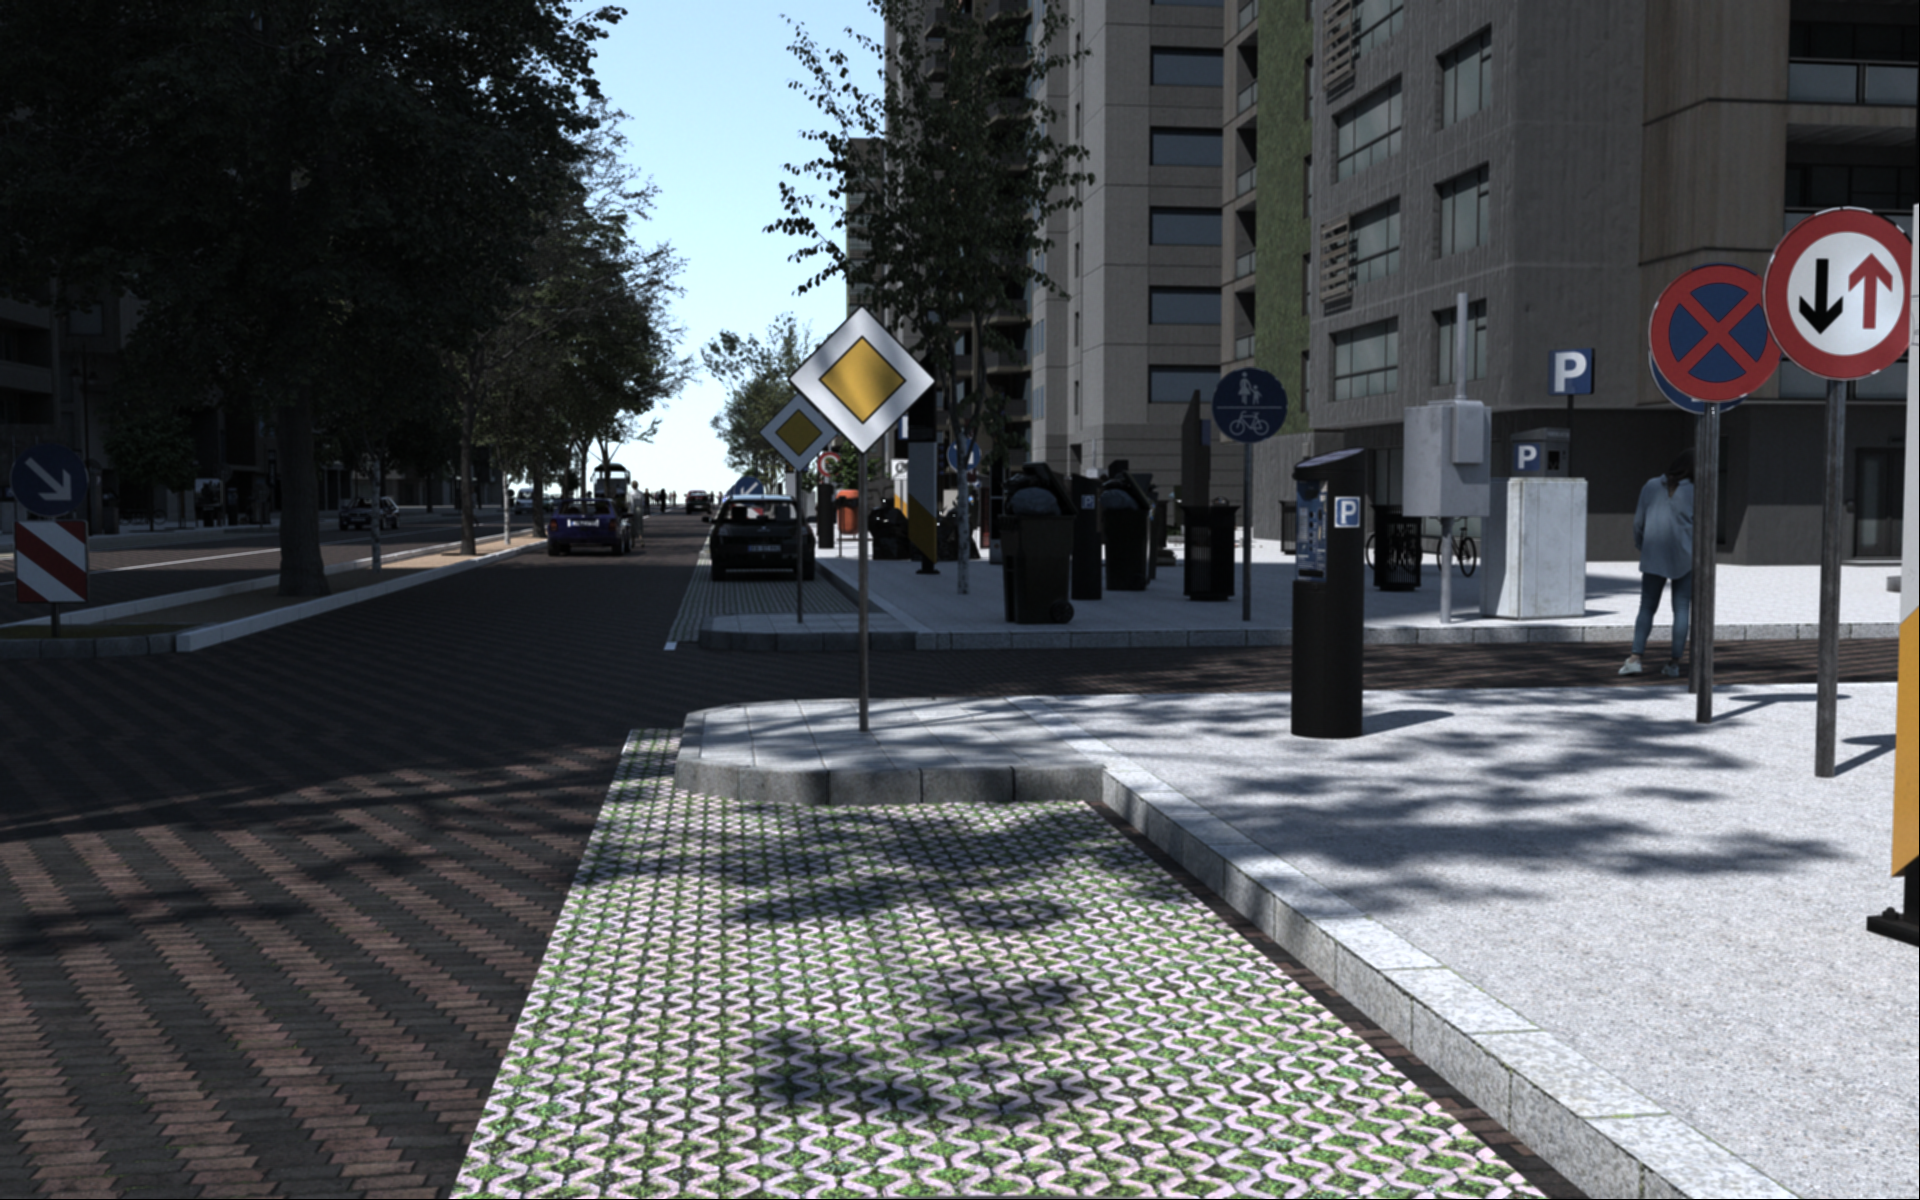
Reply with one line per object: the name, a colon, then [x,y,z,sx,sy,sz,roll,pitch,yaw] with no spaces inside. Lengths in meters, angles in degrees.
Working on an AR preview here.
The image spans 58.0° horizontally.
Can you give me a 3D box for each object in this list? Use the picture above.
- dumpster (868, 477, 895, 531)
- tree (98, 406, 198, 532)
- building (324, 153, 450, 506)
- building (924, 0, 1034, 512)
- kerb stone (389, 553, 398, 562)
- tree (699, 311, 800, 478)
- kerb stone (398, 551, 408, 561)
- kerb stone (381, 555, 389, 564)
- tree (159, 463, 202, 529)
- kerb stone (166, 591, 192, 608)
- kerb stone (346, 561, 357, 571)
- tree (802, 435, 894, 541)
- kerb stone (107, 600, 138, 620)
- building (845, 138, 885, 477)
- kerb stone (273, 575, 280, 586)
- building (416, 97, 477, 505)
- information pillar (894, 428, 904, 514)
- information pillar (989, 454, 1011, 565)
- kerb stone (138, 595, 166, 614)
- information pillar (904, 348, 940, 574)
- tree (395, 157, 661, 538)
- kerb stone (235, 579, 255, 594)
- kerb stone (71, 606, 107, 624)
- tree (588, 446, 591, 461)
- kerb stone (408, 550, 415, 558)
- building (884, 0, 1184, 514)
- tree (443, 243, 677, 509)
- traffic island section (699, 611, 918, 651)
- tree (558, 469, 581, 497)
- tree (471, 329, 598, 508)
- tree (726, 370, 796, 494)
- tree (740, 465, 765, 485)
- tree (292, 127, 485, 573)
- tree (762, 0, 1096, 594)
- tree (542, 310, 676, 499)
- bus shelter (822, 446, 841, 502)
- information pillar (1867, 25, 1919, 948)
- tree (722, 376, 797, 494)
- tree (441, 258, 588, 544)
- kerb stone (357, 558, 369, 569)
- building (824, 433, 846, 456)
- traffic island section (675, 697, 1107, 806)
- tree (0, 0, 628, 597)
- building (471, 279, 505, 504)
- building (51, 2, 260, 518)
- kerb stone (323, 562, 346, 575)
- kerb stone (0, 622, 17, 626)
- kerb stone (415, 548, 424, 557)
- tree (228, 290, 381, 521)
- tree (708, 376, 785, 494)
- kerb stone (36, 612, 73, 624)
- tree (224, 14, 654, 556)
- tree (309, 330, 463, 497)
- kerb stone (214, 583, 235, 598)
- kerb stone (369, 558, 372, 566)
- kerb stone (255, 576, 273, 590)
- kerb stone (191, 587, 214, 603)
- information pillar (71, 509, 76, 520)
dumpster: [-2.714,-3.232,58.601,1.264,1.857,1.865,0,4,-8]
tree: [-27.582,-4.608,59.055,4.285,4.588,4.351,0,3,0]
building: [-63.621,-30.769,186.660,14.154,41.232,14.086,0,4,-8]
building: [9.237,-28.219,116.012,22.147,44.769,28.867,0,4,-8]
kerb stone: [-11.974,-0.853,36.264,0.120,0.150,1.000,0,4,-8]
tree: [-19.591,-19.700,177.991,12.611,20.169,13.585,0,3,0]
kerb stone: [-12.098,-0.923,37.281,0.120,0.150,1.000,0,4,-8]
kerb stone: [-11.833,-0.798,35.249,0.120,0.150,1.000,0,4,-8]
tree: [-28.387,-4.190,63.115,1.663,3.219,1.824,0,3,0]
kerb stone: [-10.035,0.009,22.054,0.120,0.150,1.000,0,4,-8]
kerb stone: [-11.423,-0.612,32.206,0.120,0.150,1.000,0,4,-8]
tree: [-3.030,-3.245,47.663,1.663,3.219,1.824,0,3,0]
kerb stone: [-9.765,0.133,20.018,0.120,0.150,1.000,0,4,-8]
building: [-6.416,-31.735,202.465,14.154,41.232,14.086,0,4,-8]
kerb stone: [-10.736,-0.301,27.122,0.120,0.150,1.000,0,4,-8]
building: [-71.759,-35.972,207.753,23.786,49.044,30.456,0,4,-8]
information pillar: [-1.739,-3.749,52.645,0.504,3.616,0.183,0,4,5]
information pillar: [0.725,-1.657,31.581,0.304,2.012,0.304,1,4,22]
kerb stone: [-9.898,0.071,21.037,0.120,0.150,1.000,0,4,-8]
information pillar: [-0.590,-2.228,27.776,0.504,3.616,0.183,2,4,25]
tree: [-13.553,-8.261,55.646,7.486,12.596,7.792,0,3,0]
kerb stone: [-10.459,-0.174,25.097,0.120,0.150,1.000,0,4,-8]
kerb stone: [-9.628,0.195,19.001,0.120,0.150,1.000,0,4,-8]
tree: [-50.700,-16.986,228.088,4.360,8.622,3.978,0,3,0]
kerb stone: [-12.251,-0.985,38.303,0.120,0.150,1.000,0,4,-8]
building: [4.253,-36.800,143.683,21.231,58.520,28.212,0,4,-8]
tree: [-14.653,-7.759,63.725,8.767,10.594,7.601,0,4,-8]
traffic island section: [-1.576,0.306,17.285,2.009,0.180,2.903,0,4,-8]
tree: [-48.691,-14.184,215.625,4.285,4.588,4.351,0,3,0]
tree: [-41.811,-18.542,159.057,12.611,20.169,13.585,0,3,0]
tree: [-11.388,-9.593,107.207,4.360,8.622,3.978,0,3,0]
tree: [-22.820,-12.641,190.389,4.285,4.588,4.351,0,3,0]
tree: [-10.609,-4.797,31.252,4.737,8.622,4.395,0,3,0]
tree: [-0.123,-4.373,21.853,4.737,8.622,4.395,0,3,0]
tree: [-17.575,-9.632,85.693,9.928,11.665,9.643,0,3,0]
bus shelter: [-6.206,-5.844,86.838,1.731,3.624,6.357,0,4,-8]
information pillar: [2.816,-0.820,4.758,0.183,3.616,0.504,-1,4,-15]
tree: [-17.056,-13.988,154.454,9.928,11.665,9.643,0,3,0]
tree: [-12.740,-5.849,48.447,4.360,8.622,3.978,0,3,0]
kerb stone: [-11.549,-0.674,33.222,0.120,0.150,1.000,0,4,-8]
building: [-4.405,-24.115,239.314,27.650,21.520,28.899,0,4,-8]
traffic island section: [-0.500,0.790,9.372,2.009,0.180,2.903,0,4,-8]
tree: [-9.198,-7.016,23.830,9.857,13.997,8.962,0,3,0]
building: [-68.714,-33.473,230.871,14.154,41.232,14.086,0,4,-8]
building: [-58.039,-31.163,98.754,28.713,52.752,27.495,0,4,-8]
kerb stone: [-11.285,-0.548,31.192,0.120,0.150,1.000,0,4,-8]
kerb stone: [-9.345,0.322,16.974,0.120,0.150,1.000,0,4,-8]
kerb stone: [-12.381,-1.042,39.317,0.120,0.150,1.000,0,4,-8]
tree: [-30.811,-9.529,81.562,9.928,11.665,9.643,0,3,0]
tree: [-15.258,-12.344,136.233,8.767,10.594,7.601,-3,4,-36]
kerb stone: [-9.496,0.260,17.988,0.120,0.150,1.000,0,4,-8]
tree: [-11.477,-7.776,39.963,12.009,13.543,11.850,0,3,0]
tree: [-33.048,-11.137,99.094,9.611,12.733,9.660,0,3,0]
kerb stone: [-10.322,-0.108,24.084,0.120,0.150,1.000,0,4,-8]
kerb stone: [-11.701,-0.733,34.236,0.120,0.150,1.000,0,4,-8]
kerb stone: [-10.591,-0.236,26.110,0.120,0.150,1.000,0,4,-8]
kerb stone: [-10.176,-0.052,23.072,0.120,0.150,1.000,0,4,-8]
information pillar: [-40.808,-4.611,79.877,0.304,2.012,0.304,-3,5,-42]
